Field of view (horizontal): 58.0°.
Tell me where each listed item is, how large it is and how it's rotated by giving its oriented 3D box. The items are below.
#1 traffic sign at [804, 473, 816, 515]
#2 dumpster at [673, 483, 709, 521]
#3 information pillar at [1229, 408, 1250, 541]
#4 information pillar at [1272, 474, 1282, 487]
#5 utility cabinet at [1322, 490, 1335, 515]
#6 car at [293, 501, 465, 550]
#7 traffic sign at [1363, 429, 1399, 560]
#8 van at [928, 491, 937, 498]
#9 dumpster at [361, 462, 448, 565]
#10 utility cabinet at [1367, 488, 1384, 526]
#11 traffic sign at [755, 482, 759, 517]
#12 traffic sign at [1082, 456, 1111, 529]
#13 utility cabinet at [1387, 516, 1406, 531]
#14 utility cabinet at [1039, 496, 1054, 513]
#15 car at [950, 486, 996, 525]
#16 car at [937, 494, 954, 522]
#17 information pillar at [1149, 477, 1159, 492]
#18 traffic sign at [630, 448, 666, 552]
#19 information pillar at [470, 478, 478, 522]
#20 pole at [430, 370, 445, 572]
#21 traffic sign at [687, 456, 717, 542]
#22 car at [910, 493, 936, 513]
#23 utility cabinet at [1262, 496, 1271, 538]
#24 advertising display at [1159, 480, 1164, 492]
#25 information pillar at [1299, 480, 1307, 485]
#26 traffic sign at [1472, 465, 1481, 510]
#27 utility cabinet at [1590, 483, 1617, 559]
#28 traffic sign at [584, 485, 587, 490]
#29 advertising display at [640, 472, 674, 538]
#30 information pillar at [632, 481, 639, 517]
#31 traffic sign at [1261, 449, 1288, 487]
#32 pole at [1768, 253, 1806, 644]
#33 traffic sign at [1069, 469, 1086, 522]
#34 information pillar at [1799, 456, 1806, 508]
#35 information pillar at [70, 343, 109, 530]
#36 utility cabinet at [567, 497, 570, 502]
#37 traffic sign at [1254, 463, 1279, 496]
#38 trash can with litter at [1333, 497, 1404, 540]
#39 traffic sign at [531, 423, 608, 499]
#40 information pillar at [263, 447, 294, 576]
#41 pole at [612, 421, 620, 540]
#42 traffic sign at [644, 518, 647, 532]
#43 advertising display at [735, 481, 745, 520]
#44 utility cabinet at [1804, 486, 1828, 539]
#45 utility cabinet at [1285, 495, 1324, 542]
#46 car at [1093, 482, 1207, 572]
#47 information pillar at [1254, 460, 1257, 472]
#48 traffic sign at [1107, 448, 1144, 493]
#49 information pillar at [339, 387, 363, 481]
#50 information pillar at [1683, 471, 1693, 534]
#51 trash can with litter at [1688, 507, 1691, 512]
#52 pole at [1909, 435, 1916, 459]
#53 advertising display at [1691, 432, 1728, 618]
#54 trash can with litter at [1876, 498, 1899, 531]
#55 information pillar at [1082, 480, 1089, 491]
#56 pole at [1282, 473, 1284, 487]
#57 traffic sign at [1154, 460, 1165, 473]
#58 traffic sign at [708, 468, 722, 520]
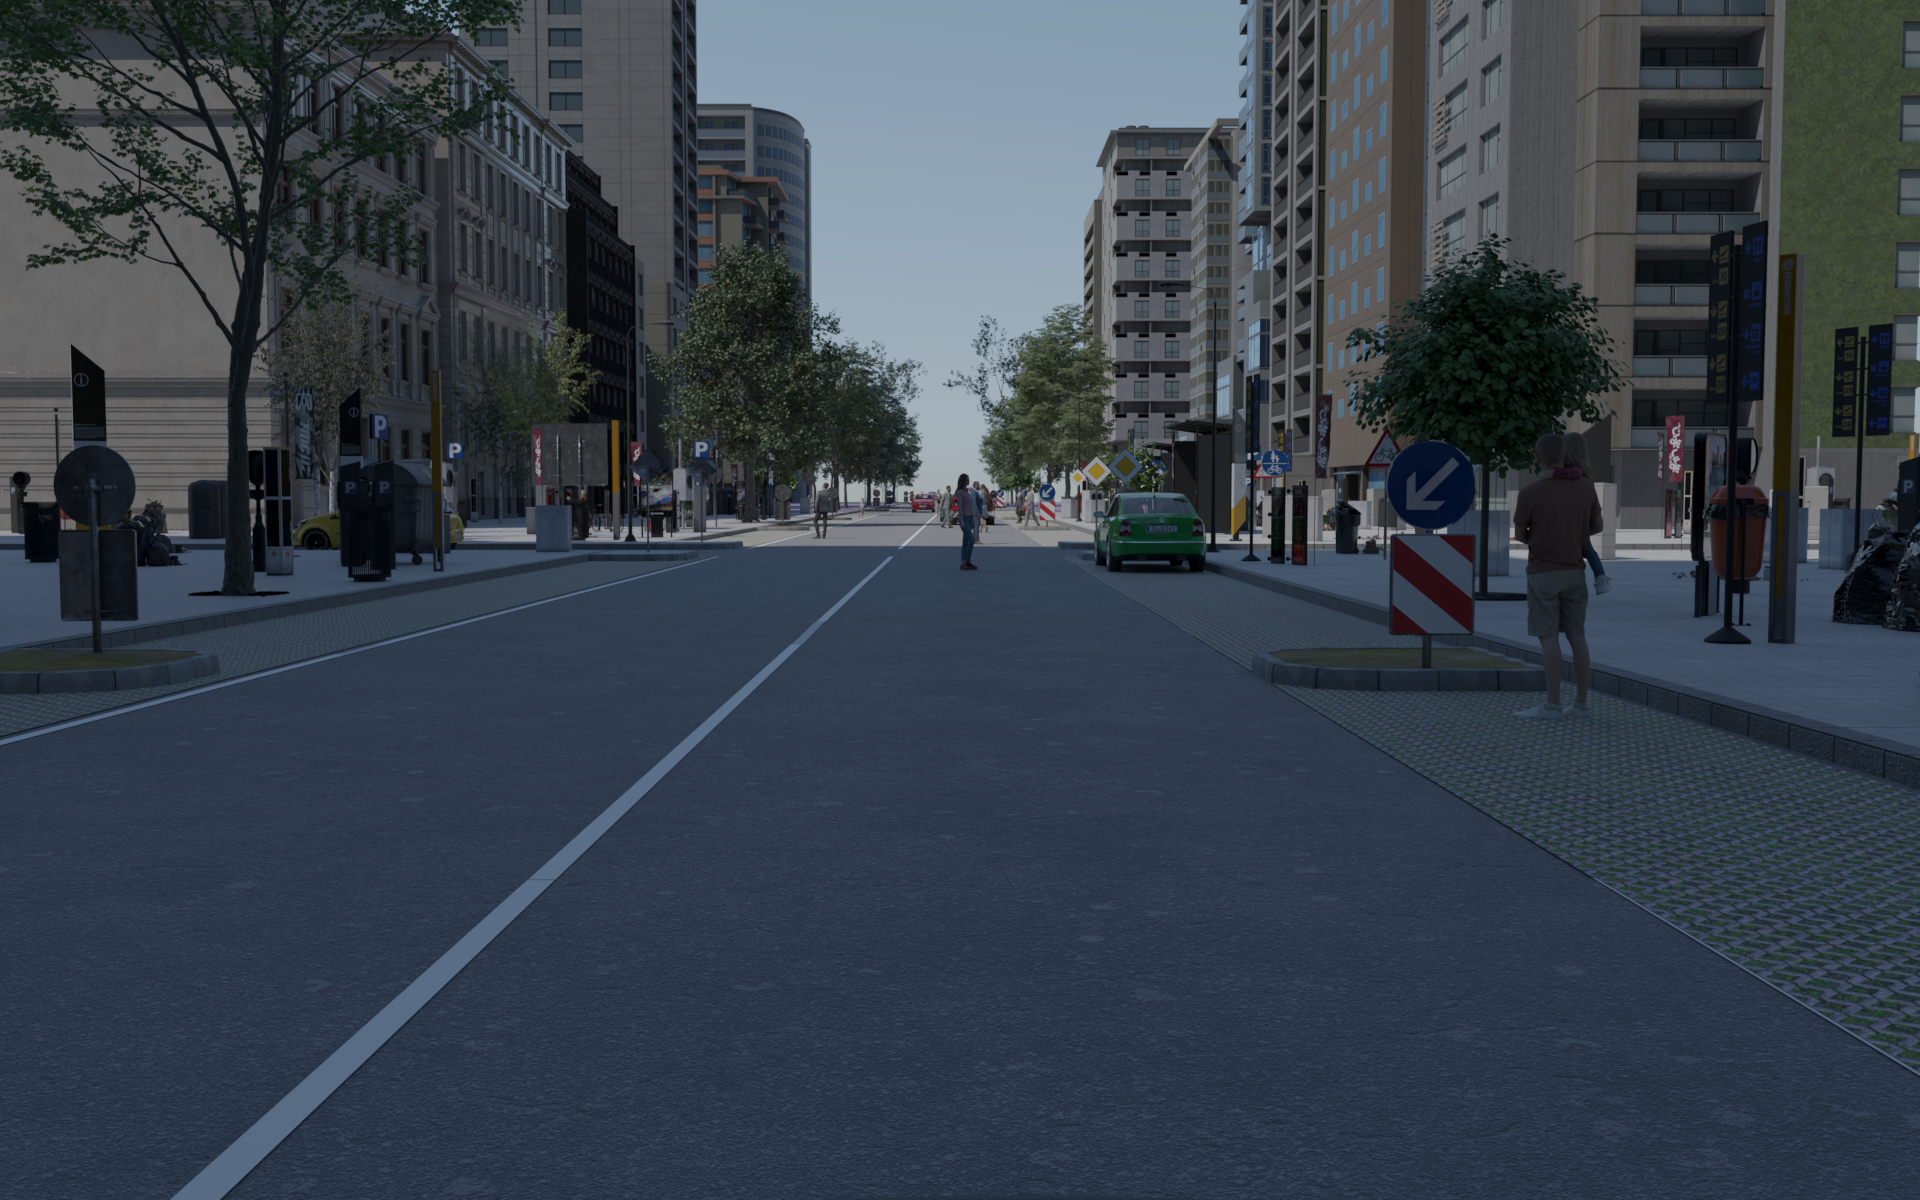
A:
[{"bbox_3d":[-9.014,-6.357,104.042,0.768,2.556,0.104,0,4,4],"label":"traffic sign"},{"bbox_3d":[-10.204,-3.785,64.378,1.502,2.255,1.985,0,3,0],"label":"dumpster"},{"bbox_3d":[7.582,-3.411,47.130,0.504,3.616,0.183,-3,4,-38],"label":"information pillar"},{"bbox_3d":[15.516,-5.705,84.625,0.504,3.616,0.183,-1,4,-10],"label":"information pillar"},{"bbox_3d":[17.902,-4.621,84.235,0.318,1.500,1.173,0,4,-6],"label":"utility cabinet"},{"bbox_3d":[-14.047,-1.929,41.771,3.980,1.641,2.015,0,4,2],"label":"car"},{"bbox_3d":[8.315,-2.068,33.814,0.884,2.594,0.081,0,4,6],"label":"traffic sign"},{"bbox_3d":[-4.391,-16.331,274.027,2.013,2.044,4.112,0,4,2],"label":"van"},{"bbox_3d":[-10.274,-1.592,31.788,1.264,1.857,1.865,0,3,0],"label":"dumpster"},{"bbox_3d":[16.457,-3.657,68.479,0.318,1.500,1.173,3,4,38],"label":"utility cabinet"},{"bbox_3d":[-11.069,-5.804,94.896,0.884,2.594,0.081,0,4,7],"label":"traffic sign"},{"bbox_3d":[3.626,-2.594,46.057,0.795,2.450,0.064,0,3,0],"label":"traffic sign"},{"bbox_3d":[15.386,-3.060,61.190,0.306,1.237,1.020,3,5,44],"label":"utility cabinet"},{"bbox_3d":[5.800,-6.415,116.042,1.020,1.237,0.306,-1,4,-18],"label":"utility cabinet"},{"bbox_3d":[0.551,-4.425,81.023,2.281,1.827,5.304,0,4,-1],"label":"car"},{"bbox_3d":[-0.147,-4.813,90.489,2.131,1.459,4.920,0,4,-1],"label":"car"},{"bbox_3d":[6.602,-3.354,59.332,0.304,2.012,0.304,-3,5,-44],"label":"information pillar"},{"bbox_3d":[-6.863,-2.107,38.086,0.795,2.450,0.064,0,3,0],"label":"traffic sign"},{"bbox_3d":[-22.262,-4.580,79.372,0.304,2.012,0.304,-1,4,-9],"label":"information pillar"},{"bbox_3d":[-8.649,-2.129,28.649,0.158,3.312,0.155,0,3,0],"label":"pole"},{"bbox_3d":[-6.869,-2.595,46.071,0.795,2.450,0.064,0,3,0],"label":"traffic sign"},{"bbox_3d":[-2.812,-7.744,135.657,2.155,1.783,4.494,0,4,2],"label":"car"},{"bbox_3d":[9.340,-2.411,50.576,1.020,1.237,0.306,3,5,43],"label":"utility cabinet"},{"bbox_3d":[8.883,-4.393,77.036,0.123,1.923,0.974,1,4,22],"label":"advertising display"},{"bbox_3d":[17.884,-5.259,90.475,0.304,2.012,0.304,-1,4,-22],"label":"information pillar"},{"bbox_3d":[8.519,-1.686,28.749,0.795,2.450,0.064,0,4,4],"label":"traffic sign"},{"bbox_3d":[12.514,-1.561,34.201,0.318,1.500,1.173,-1,4,-10],"label":"utility cabinet"},{"bbox_3d":[-11.910,-3.362,55.072,0.768,2.556,0.104,0,4,6],"label":"traffic sign"},{"bbox_3d":[-8.904,-2.791,50.851,0.974,1.923,0.123,-1,4,-14],"label":"advertising display"},{"bbox_3d":[-18.144,-5.648,96.838,0.304,2.012,0.304,0,4,-2],"label":"information pillar"},{"bbox_3d":[8.954,-3.011,49.332,0.768,2.556,0.104,0,4,6],"label":"traffic sign"},{"bbox_3d":[7.079,-1.283,14.828,0.158,3.312,0.155,0,3,0],"label":"pole"},{"bbox_3d":[5.392,-4.781,79.350,0.795,2.450,0.064,1,4,9],"label":"traffic sign"},{"bbox_3d":[16.068,-1.769,33.416,0.304,2.012,0.304,0,4,-6],"label":"information pillar"},{"bbox_3d":[-13.633,-2.188,27.124,0.504,3.616,0.183,-2,4,-30],"label":"information pillar"},{"bbox_3d":[-11.698,-2.457,51.338,0.306,1.237,1.020,-1,4,-14],"label":"utility cabinet"},{"bbox_3d":[10.177,-3.532,57.746,0.884,2.594,0.081,0,4,8],"label":"traffic sign"},{"bbox_3d":[11.766,-2.334,49.215,2.233,1.210,1.678,1,4,19],"label":"trash can with litter"},{"bbox_3d":[-11.268,-3.428,49.920,2.265,3.308,0.079,0,4,6],"label":"traffic sign"},{"bbox_3d":[-10.719,-1.391,27.241,0.304,2.012,0.304,1,4,15],"label":"information pillar"},{"bbox_3d":[-9.548,-3.318,48.093,0.158,3.312,0.155,0,3,0],"label":"pole"},{"bbox_3d":[-10.683,-3.587,58.748,0.768,2.556,0.104,0,4,2],"label":"traffic sign"},{"bbox_3d":[-10.777,-4.872,84.871,0.123,1.923,0.974,1,4,18],"label":"advertising display"},{"bbox_3d":[23.658,-2.438,48.544,1.173,1.500,0.318,2,4,23],"label":"utility cabinet"},{"bbox_3d":[9.355,-2.198,47.094,1.020,1.237,0.306,3,5,40],"label":"utility cabinet"},{"bbox_3d":[3.585,-1.490,33.156,1.959,1.807,4.718,0,4,-1],"label":"car"},{"bbox_3d":[13.064,-5.275,77.593,0.504,3.616,0.183,2,4,25],"label":"information pillar"},{"bbox_3d":[3.631,-2.106,38.072,0.795,2.450,0.064,0,3,0],"label":"traffic sign"},{"bbox_3d":[-13.304,-2.848,37.927,0.504,3.616,0.183,0,4,2],"label":"information pillar"},{"bbox_3d":[23.324,-3.106,55.276,0.304,2.012,0.304,-2,4,-27],"label":"information pillar"},{"bbox_3d":[20.750,-2.232,47.879,1.055,1.170,0.624,0,4,4],"label":"trash can with litter"},{"bbox_3d":[32.878,-4.036,59.835,0.158,3.312,0.155,0,3,0],"label":"pole"},{"bbox_3d":[7.909,-0.799,18.285,0.123,1.923,0.974,3,4,36],"label":"advertising display"},{"bbox_3d":[26.418,-2.292,48.856,1.055,1.170,0.624,-1,4,-22],"label":"trash can with litter"},{"bbox_3d":[6.544,-5.252,90.357,0.304,2.012,0.304,2,4,25],"label":"information pillar"},{"bbox_3d":[19.242,-6.699,103.378,0.158,3.312,0.155,0,3,0],"label":"pole"},{"bbox_3d":[7.312,-3.967,64.964,0.768,2.556,0.104,0,4,2],"label":"traffic sign"},{"bbox_3d":[-12.007,-5.161,84.483,0.768,2.556,0.104,0,4,8],"label":"traffic sign"}]
